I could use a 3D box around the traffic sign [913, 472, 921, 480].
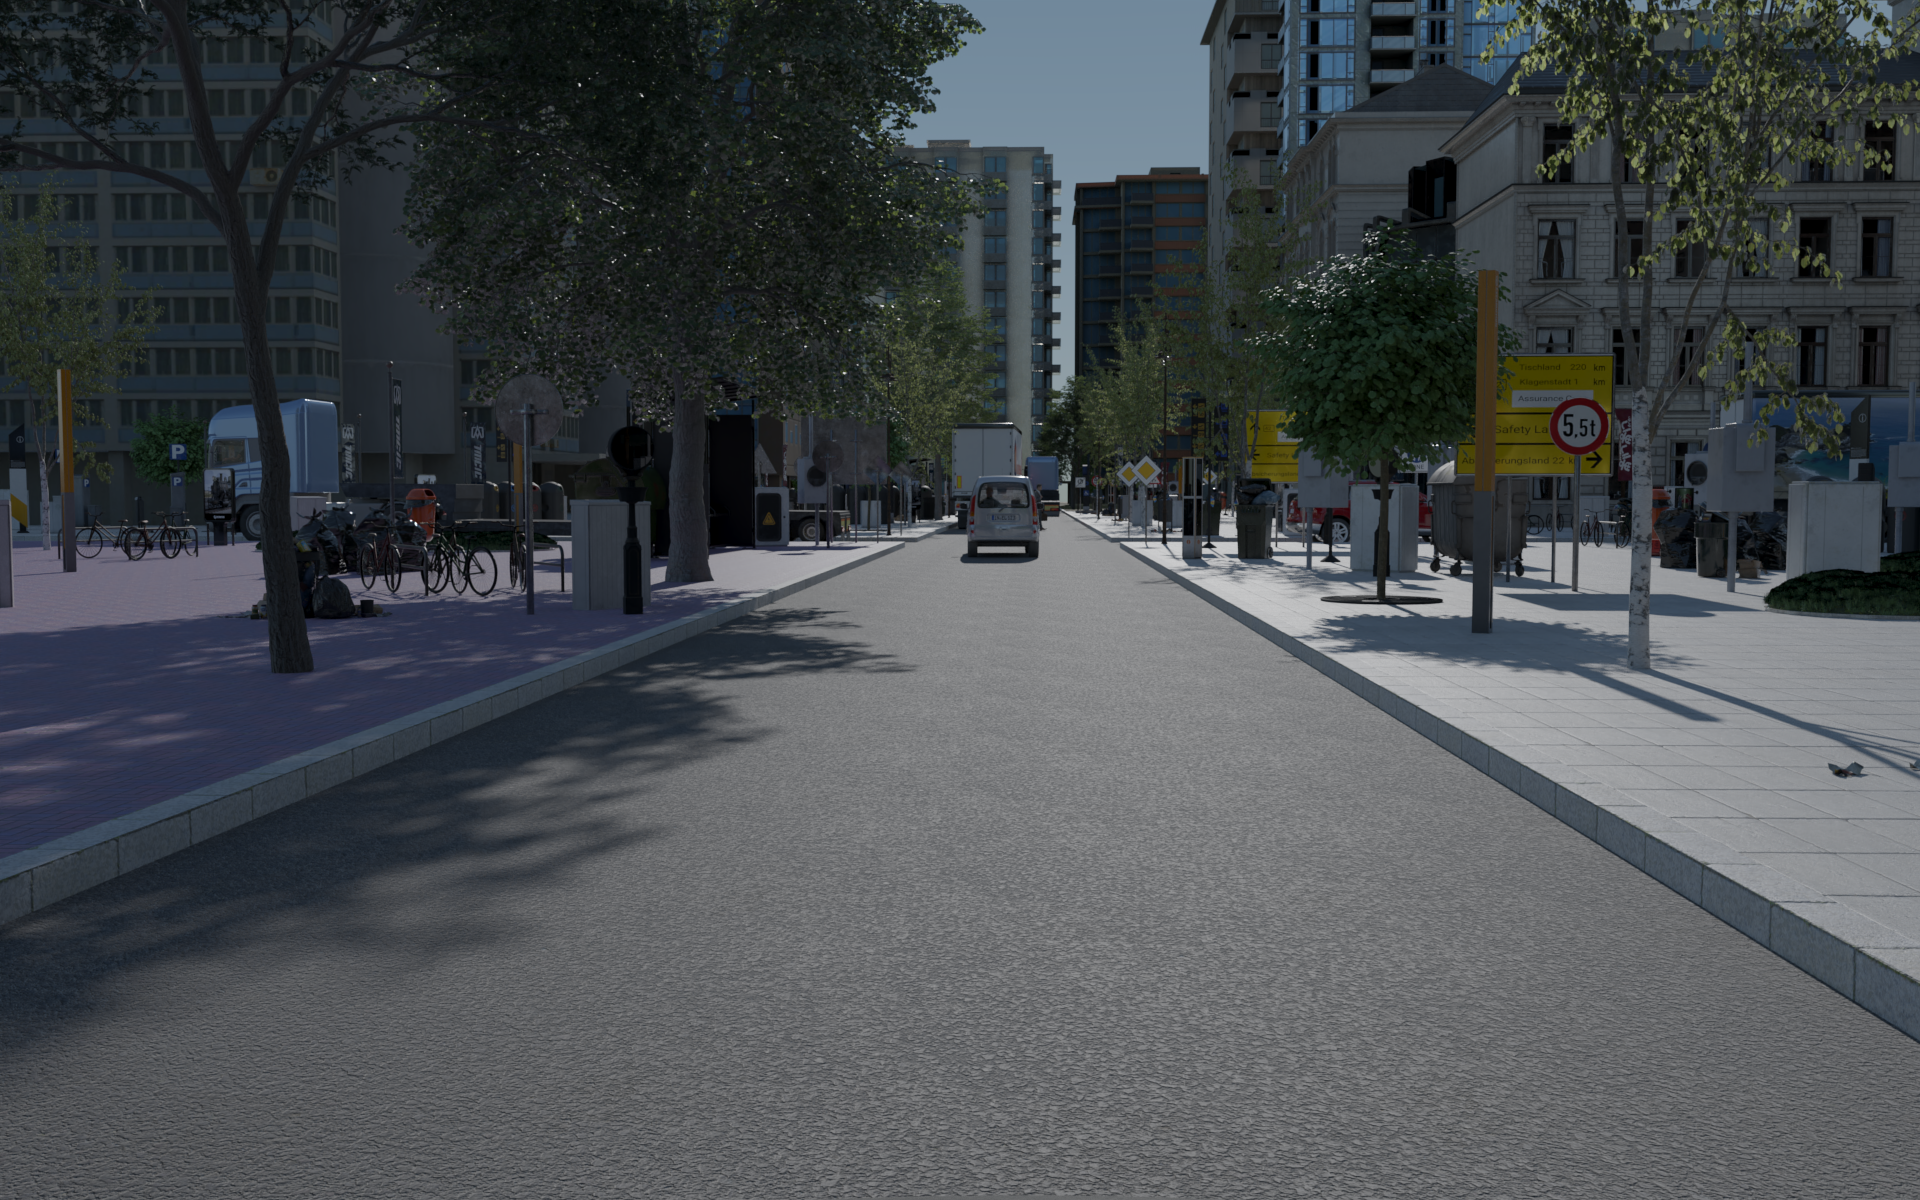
[{"bbox_3d":[-2.584,-6.050,99.023,0.768,2.556,0.104,1,4,12],"label":"traffic sign"}]

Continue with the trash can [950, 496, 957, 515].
[{"bbox_3d":[-0.492,-5.681,104.542,0.748,1.137,0.748,0,3,0],"label":"trash can"}]

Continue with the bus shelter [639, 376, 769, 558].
[{"bbox_3d":[-5.442,-2.838,37.676,1.731,3.624,6.357,0,4,2],"label":"bus shelter"}]

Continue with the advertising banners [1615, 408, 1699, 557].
[{"bbox_3d":[14.244,-2.403,35.475,2.074,3.025,0.090,-1,4,-17],"label":"advertising banners"}]

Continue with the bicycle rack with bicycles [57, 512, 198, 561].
[{"bbox_3d":[-16.459,-1.308,34.768,2.852,0.926,2.925,1,4,20],"label":"bicycle rack with bicycles"}]

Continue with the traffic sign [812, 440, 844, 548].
[{"bbox_3d":[-3.116,-2.494,40.880,0.768,2.556,0.104,0,4,5],"label":"traffic sign"}]

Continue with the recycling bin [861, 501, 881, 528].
[{"bbox_3d":[-3.398,-3.264,65.923,0.722,1.027,0.722,0,4,-8],"label":"recycling bin"}]

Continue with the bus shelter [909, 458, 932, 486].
[{"bbox_3d":[-2.911,-7.554,114.784,1.731,3.624,6.357,0,4,3],"label":"bus shelter"}]

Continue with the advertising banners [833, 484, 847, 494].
[{"bbox_3d":[-6.352,-5.971,93.807,0.090,3.025,2.074,2,4,32],"label":"advertising banners"}]

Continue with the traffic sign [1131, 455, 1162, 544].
[{"bbox_3d":[4.802,-2.510,44.682,0.795,2.450,0.064,0,4,2],"label":"traffic sign"}]

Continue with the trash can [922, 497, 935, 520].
[{"bbox_3d":[-1.524,-4.555,86.120,0.748,1.137,0.748,0,3,0],"label":"trash can"}]

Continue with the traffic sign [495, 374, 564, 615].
[{"bbox_3d":[-4.575,-1.117,18.372,0.768,2.556,0.104,1,4,9],"label":"traffic sign"}]

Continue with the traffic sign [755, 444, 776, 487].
[{"bbox_3d":[-5.162,-2.729,44.615,0.884,2.594,0.081,1,4,9],"label":"traffic sign"}]

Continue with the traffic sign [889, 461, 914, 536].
[{"bbox_3d":[-1.800,-3.017,52.971,0.795,2.450,0.064,0,4,2],"label":"traffic sign"}]

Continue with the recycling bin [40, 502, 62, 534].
[{"bbox_3d":[-29.499,-2.683,56.419,0.722,1.027,0.722,-1,4,-20],"label":"recycling bin"}]

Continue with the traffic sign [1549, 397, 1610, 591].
[{"bbox_3d":[8.109,-1.386,22.764,0.768,2.556,0.104,0,4,7],"label":"traffic sign"}]

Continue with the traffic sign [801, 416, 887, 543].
[{"bbox_3d":[-3.054,-3.157,45.483,2.265,3.308,0.079,0,4,4],"label":"traffic sign"}]

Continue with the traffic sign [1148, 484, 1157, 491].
[{"bbox_3d":[12.217,-6.604,110.112,0.606,2.300,0.079,1,4,9],"label":"traffic sign"}]

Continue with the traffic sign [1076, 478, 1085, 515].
[{"bbox_3d":[7.435,-6.414,107.001,0.606,2.300,0.079,0,4,3],"label":"traffic sign"}]

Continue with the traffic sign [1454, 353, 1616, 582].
[{"bbox_3d":[8.296,-1.909,25.079,2.265,3.308,0.079,0,4,3],"label":"traffic sign"}]

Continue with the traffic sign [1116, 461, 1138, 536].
[{"bbox_3d":[5.137,-2.998,52.660,0.795,2.450,0.064,0,4,2],"label":"traffic sign"}]

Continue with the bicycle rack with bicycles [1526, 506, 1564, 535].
[{"bbox_3d":[17.396,-2.578,55.527,2.852,0.926,2.925,-3,5,-43],"label":"bicycle rack with bicycles"}]

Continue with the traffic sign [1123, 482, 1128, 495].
[{"bbox_3d":[9.248,-5.867,96.025,0.768,2.556,0.104,1,4,9],"label":"traffic sign"}]

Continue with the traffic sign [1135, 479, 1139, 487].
[{"bbox_3d":[12.444,-7.227,119.346,0.795,2.450,0.064,1,4,9],"label":"traffic sign"}]

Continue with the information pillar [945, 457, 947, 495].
[{"bbox_3d":[-0.900,-7.236,109.662,0.183,3.616,0.504,0,4,3],"label":"information pillar"}]

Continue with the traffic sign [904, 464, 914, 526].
[{"bbox_3d":[-2.241,-4.311,70.598,0.768,2.556,0.104,0,4,4],"label":"traffic sign"}]

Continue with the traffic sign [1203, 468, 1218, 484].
[{"bbox_3d":[10.739,-4.510,74.922,0.795,2.450,0.064,1,4,11],"label":"traffic sign"}]

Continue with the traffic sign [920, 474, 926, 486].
[{"bbox_3d":[-2.467,-6.645,108.759,0.768,2.556,0.104,0,4,5],"label":"traffic sign"}]

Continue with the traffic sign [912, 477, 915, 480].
[{"bbox_3d":[-2.681,-5.515,90.175,0.884,2.594,0.081,0,4,7],"label":"traffic sign"}]

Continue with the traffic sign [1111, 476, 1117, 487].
[{"bbox_3d":[10.860,-7.416,121.349,0.768,2.556,0.104,1,4,10],"label":"traffic sign"}]

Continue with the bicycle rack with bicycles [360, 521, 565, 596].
[{"bbox_3d":[-6.453,-0.575,22.787,2.852,0.926,2.925,-2,4,-30],"label":"bicycle rack with bicycles"}]

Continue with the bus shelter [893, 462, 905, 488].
[{"bbox_3d":[-4.263,-6.424,96.314,1.731,3.624,6.357,0,4,3],"label":"bus shelter"}]

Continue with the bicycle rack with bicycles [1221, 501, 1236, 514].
[{"bbox_3d":[17.900,-5.789,108.031,2.852,0.926,2.925,-1,4,-19],"label":"bicycle rack with bicycles"}]

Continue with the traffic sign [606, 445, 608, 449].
[{"bbox_3d":[-7.373,-2.305,37.796,0.768,2.556,0.104,1,4,11],"label":"traffic sign"}]

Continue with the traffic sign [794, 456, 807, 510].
[{"bbox_3d":[-5.024,-3.433,56.232,0.768,2.556,0.104,0,4,7],"label":"traffic sign"}]

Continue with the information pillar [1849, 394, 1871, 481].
[{"bbox_3d":[21.216,-3.027,40.850,0.183,3.616,0.504,-1,4,-22],"label":"information pillar"}]

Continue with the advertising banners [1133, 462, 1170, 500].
[{"bbox_3d":[10.417,-6.008,94.413,2.074,3.025,0.090,-1,4,-8],"label":"advertising banners"}]

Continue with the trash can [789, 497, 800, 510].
[{"bbox_3d":[-8.543,-4.634,87.425,0.748,1.137,0.748,0,3,0],"label":"trash can"}]

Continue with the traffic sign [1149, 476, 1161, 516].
[{"bbox_3d":[10.419,-5.710,93.369,0.884,2.594,0.081,0,4,4],"label":"traffic sign"}]

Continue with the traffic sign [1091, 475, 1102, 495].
[{"bbox_3d":[9.352,-7.222,118.182,0.768,2.556,0.104,1,4,10],"label":"traffic sign"}]

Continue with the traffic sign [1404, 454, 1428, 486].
[{"bbox_3d":[8.817,-1.919,33.502,0.606,2.300,0.079,1,4,11],"label":"traffic sign"}]

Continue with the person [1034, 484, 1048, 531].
[{"bbox_3d":[3.022,-3.640,67.986,0.822,1.834,0.622,0,4,5],"label":"person"}]

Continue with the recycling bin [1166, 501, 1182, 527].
[{"bbox_3d":[8.296,-3.327,66.955,0.722,1.027,0.722,0,4,-7],"label":"recycling bin"}]

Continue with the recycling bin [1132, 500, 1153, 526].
[{"bbox_3d":[7.424,-3.544,70.492,0.722,1.027,0.722,1,4,18],"label":"recycling bin"}]

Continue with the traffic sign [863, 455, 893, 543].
[{"bbox_3d":[-2.135,-2.529,44.993,0.795,2.450,0.064,0,4,2],"label":"traffic sign"}]

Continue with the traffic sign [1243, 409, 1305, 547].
[{"bbox_3d":[7.951,-2.921,41.626,2.265,3.308,0.079,0,4,6],"label":"traffic sign"}]

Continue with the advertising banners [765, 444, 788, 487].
[{"bbox_3d":[-6.337,-3.915,60.194,0.090,3.025,2.074,1,4,15],"label":"advertising banners"}]
